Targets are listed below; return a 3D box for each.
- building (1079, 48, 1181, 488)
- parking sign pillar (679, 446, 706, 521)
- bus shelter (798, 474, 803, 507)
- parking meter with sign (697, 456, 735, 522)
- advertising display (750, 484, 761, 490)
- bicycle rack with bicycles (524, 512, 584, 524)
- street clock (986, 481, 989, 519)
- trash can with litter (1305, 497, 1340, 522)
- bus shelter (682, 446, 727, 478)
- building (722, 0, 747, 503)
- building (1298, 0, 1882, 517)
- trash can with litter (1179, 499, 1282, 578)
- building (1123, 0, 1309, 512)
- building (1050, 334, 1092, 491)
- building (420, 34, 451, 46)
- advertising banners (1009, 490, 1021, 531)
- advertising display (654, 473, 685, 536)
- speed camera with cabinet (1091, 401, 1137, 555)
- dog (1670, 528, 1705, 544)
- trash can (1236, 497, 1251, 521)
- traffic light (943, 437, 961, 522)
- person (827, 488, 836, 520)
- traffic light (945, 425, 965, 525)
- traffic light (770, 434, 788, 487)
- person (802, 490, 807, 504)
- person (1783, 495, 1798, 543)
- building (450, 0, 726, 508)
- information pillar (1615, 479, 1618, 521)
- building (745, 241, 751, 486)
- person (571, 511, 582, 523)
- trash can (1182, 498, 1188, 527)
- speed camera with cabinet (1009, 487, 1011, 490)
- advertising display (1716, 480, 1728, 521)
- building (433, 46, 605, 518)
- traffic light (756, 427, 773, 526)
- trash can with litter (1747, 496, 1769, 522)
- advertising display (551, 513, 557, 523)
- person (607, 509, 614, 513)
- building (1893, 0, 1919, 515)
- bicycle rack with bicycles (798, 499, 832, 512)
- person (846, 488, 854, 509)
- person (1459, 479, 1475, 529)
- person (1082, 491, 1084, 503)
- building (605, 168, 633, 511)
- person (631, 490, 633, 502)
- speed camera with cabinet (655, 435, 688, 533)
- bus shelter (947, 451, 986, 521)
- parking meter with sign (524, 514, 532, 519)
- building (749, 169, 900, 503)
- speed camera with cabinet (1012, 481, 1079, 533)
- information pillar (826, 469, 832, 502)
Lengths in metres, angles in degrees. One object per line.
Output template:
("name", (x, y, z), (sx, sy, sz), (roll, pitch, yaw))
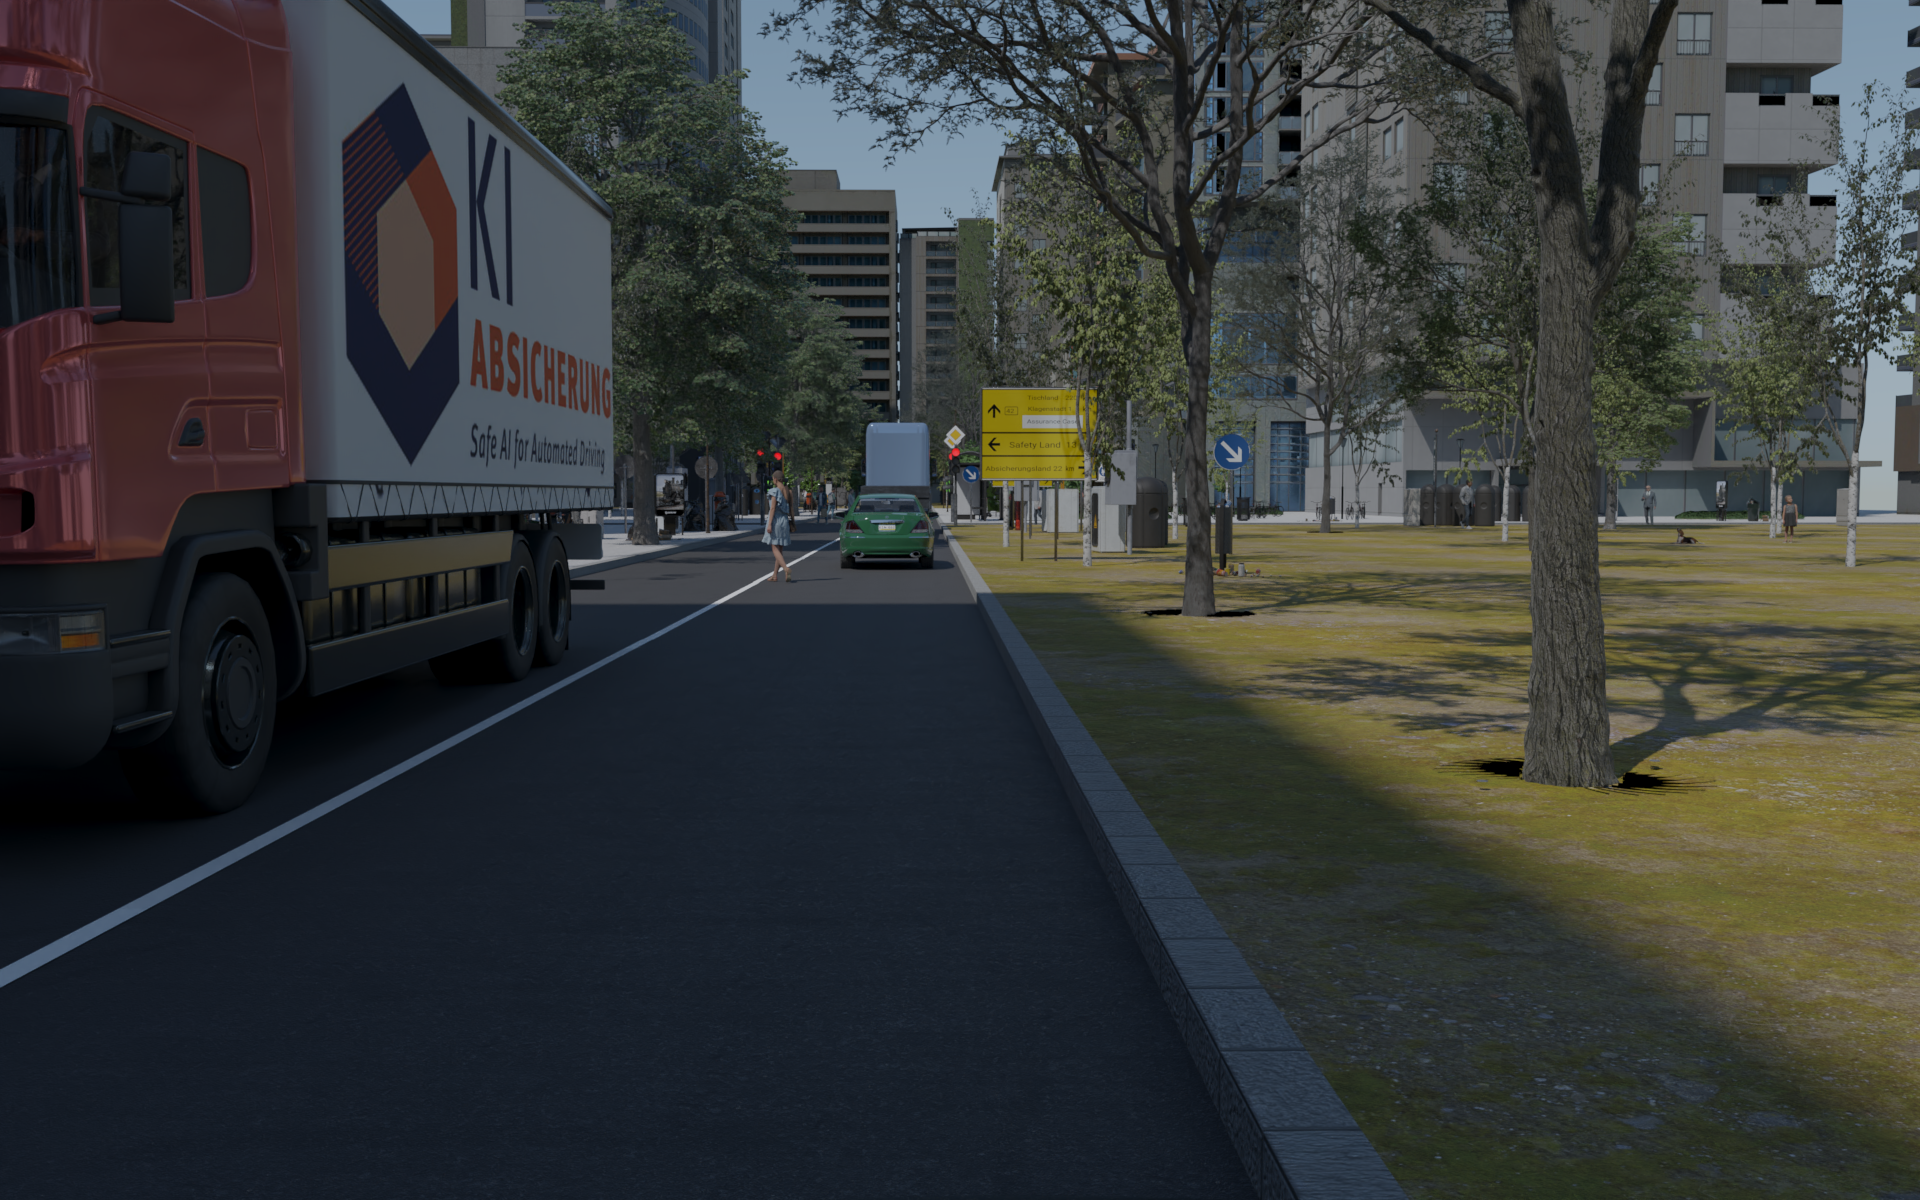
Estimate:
("building", (23.343, -31.634, 171.843), (22.147, 44.769, 28.867), (0, 4, -1))
("parking sign pillar", (-12.793, -5.768, 82.774), (1.447, 3.967, 1.447), (-1, 4, -23))
("bus shelter", (-14.177, -9.357, 146.915), (2.014, 3.302, 5.546), (0, 4, -1))
("parking meter with sign", (-11.244, -5.124, 80.037), (1.738, 3.016, 0.543), (1, 4, 15))
("advertising display", (-13.337, -6.654, 114.003), (0.974, 1.923, 0.123), (-1, 4, -19))
("bicycle rack with bicycles", (-11.104, -1.986, 45.850), (2.852, 0.926, 2.925), (0, 4, -7))
("street clock", (1.286, -5.273, 90.787), (0.471, 2.002, 0.358), (-3, 5, -41))
("trash can with litter", (16.860, -4.276, 80.969), (2.233, 1.210, 1.678), (0, 4, 2))
("bus shelter", (-12.775, -5.866, 87.189), (1.731, 3.624, 6.357), (0, 4, -1))
("building", (-36.715, -46.816, 203.690), (20.611, 71.187, 20.563), (0, 4, -1))
("building", (36.910, -31.677, 107.163), (27.495, 52.752, 28.713), (0, 4, -1))
("trash can with litter", (4.355, -1.018, 27.707), (1.678, 1.210, 2.233), (1, 4, 14))
("building", (26.054, -50.427, 137.153), (22.319, 86.520, 31.000), (0, 4, -1))
("building", (25.339, -21.813, 201.675), (27.650, 21.520, 28.899), (0, 4, -1))
("building", (-61.275, -37.337, 199.701), (27.495, 52.752, 28.713), (0, 4, -1))
("advertising banners", (2.041, -3.964, 60.992), (0.090, 3.025, 2.074), (-1, 4, -20))
("advertising display", (-8.974, -2.952, 53.483), (0.974, 1.923, 0.123), (-2, 4, -32))
("speed camera with cabinet", (3.312, -2.635, 37.421), (0.660, 3.252, 2.038), (0, 4, -7))
("dog", (18.730, -1.642, 44.580), (0.748, 0.427, 0.550), (3, 5, 43))
("trash can", (13.465, -4.325, 82.368), (0.748, 1.137, 0.748), (0, 3, 0))
("traffic light", (-0.362, -5.494, 78.740), (0.839, 4.253, 0.868), (0, 4, -1))
("person", (-7.082, -5.304, 95.570), (0.623, 1.781, 0.721), (2, 4, 30))
("traffic light", (-0.197, -5.005, 70.756), (0.839, 4.253, 0.868), (0, 4, -1))
("traffic light", (-8.221, -5.483, 78.563), (0.839, 4.253, 0.868), (0, 4, -1))
("person", (-12.661, -8.306, 141.940), (0.679, 1.850, 0.850), (0, 4, 8))
("person", (21.948, -2.146, 45.794), (0.362, 1.253, 0.373), (2, 4, 31))
("building", (-34.809, -38.185, 166.316), (21.231, 58.520, 28.212), (0, 4, -1))
("information pillar", (31.281, -4.799, 82.953), (0.304, 2.012, 0.304), (-2, 4, -26))
("building", (-38.352, -37.111, 256.872), (14.200, 45.320, 14.600), (0, 4, -1))
("person", (-10.722, -2.588, 48.159), (0.447, 1.846, 0.655), (-2, 4, -30))
("trash can", (9.076, -3.448, 68.032), (0.748, 1.137, 0.748), (0, 3, 0))
("speed camera with cabinet", (3.210, -5.386, 82.390), (2.038, 3.252, 0.660), (-1, 4, -20))
("advertising display", (36.029, -4.691, 81.916), (0.123, 1.923, 0.974), (0, 4, -2))
("building", (-28.876, -17.354, 101.766), (12.078, 24.808, 19.932), (0, 4, -1))
("traffic light", (-8.057, -4.994, 70.579), (0.839, 4.253, 0.868), (0, 4, -1))
("trash can with litter", (37.249, -4.241, 80.727), (1.055, 1.170, 0.624), (1, 4, 22))
("advertising display", (-16.758, -4.037, 71.220), (0.974, 1.923, 0.123), (0, 4, -5))
("person", (-23.829, -6.587, 117.991), (0.590, 1.304, 0.306), (-3, 5, -40))
("building", (65.897, -27.570, 100.879), (14.200, 45.320, 14.600), (0, 4, -1))
("bicycle rack with bicycles", (-10.751, -6.936, 126.783), (2.852, 0.926, 2.925), (-1, 4, -21))
("person", (-5.229, -4.511, 83.256), (0.522, 1.701, 0.512), (1, 4, 12))
("person", (18.594, -3.531, 63.621), (0.661, 1.843, 0.795), (-2, 4, -28))
("person", (11.306, -9.309, 159.715), (0.415, 1.643, 0.593), (-1, 4, -19))
("building", (-31.974, -20.208, 123.907), (14.314, 27.812, 24.014), (0, 4, -1))
("person", (-22.454, -6.866, 119.309), (0.522, 1.701, 0.512), (-3, 5, -44))
("speed camera with cabinet", (-9.588, -3.871, 57.627), (0.660, 3.252, 2.038), (0, 4, 7))
("bus shelter", (0.432, -5.515, 84.102), (2.014, 3.302, 5.546), (0, 4, -1))
("parking meter with sign", (-17.737, -4.544, 70.562), (0.543, 3.016, 1.738), (0, 4, -5))
("building", (-20.037, -38.970, 260.857), (21.600, 48.544, 21.300), (0, 4, -1))
("speed camera with cabinet", (2.854, -3.826, 56.885), (2.038, 3.252, 0.660), (0, 4, -4))
("information pillar", (-10.899, -9.345, 144.153), (0.504, 3.616, 0.183), (0, 4, -2))
